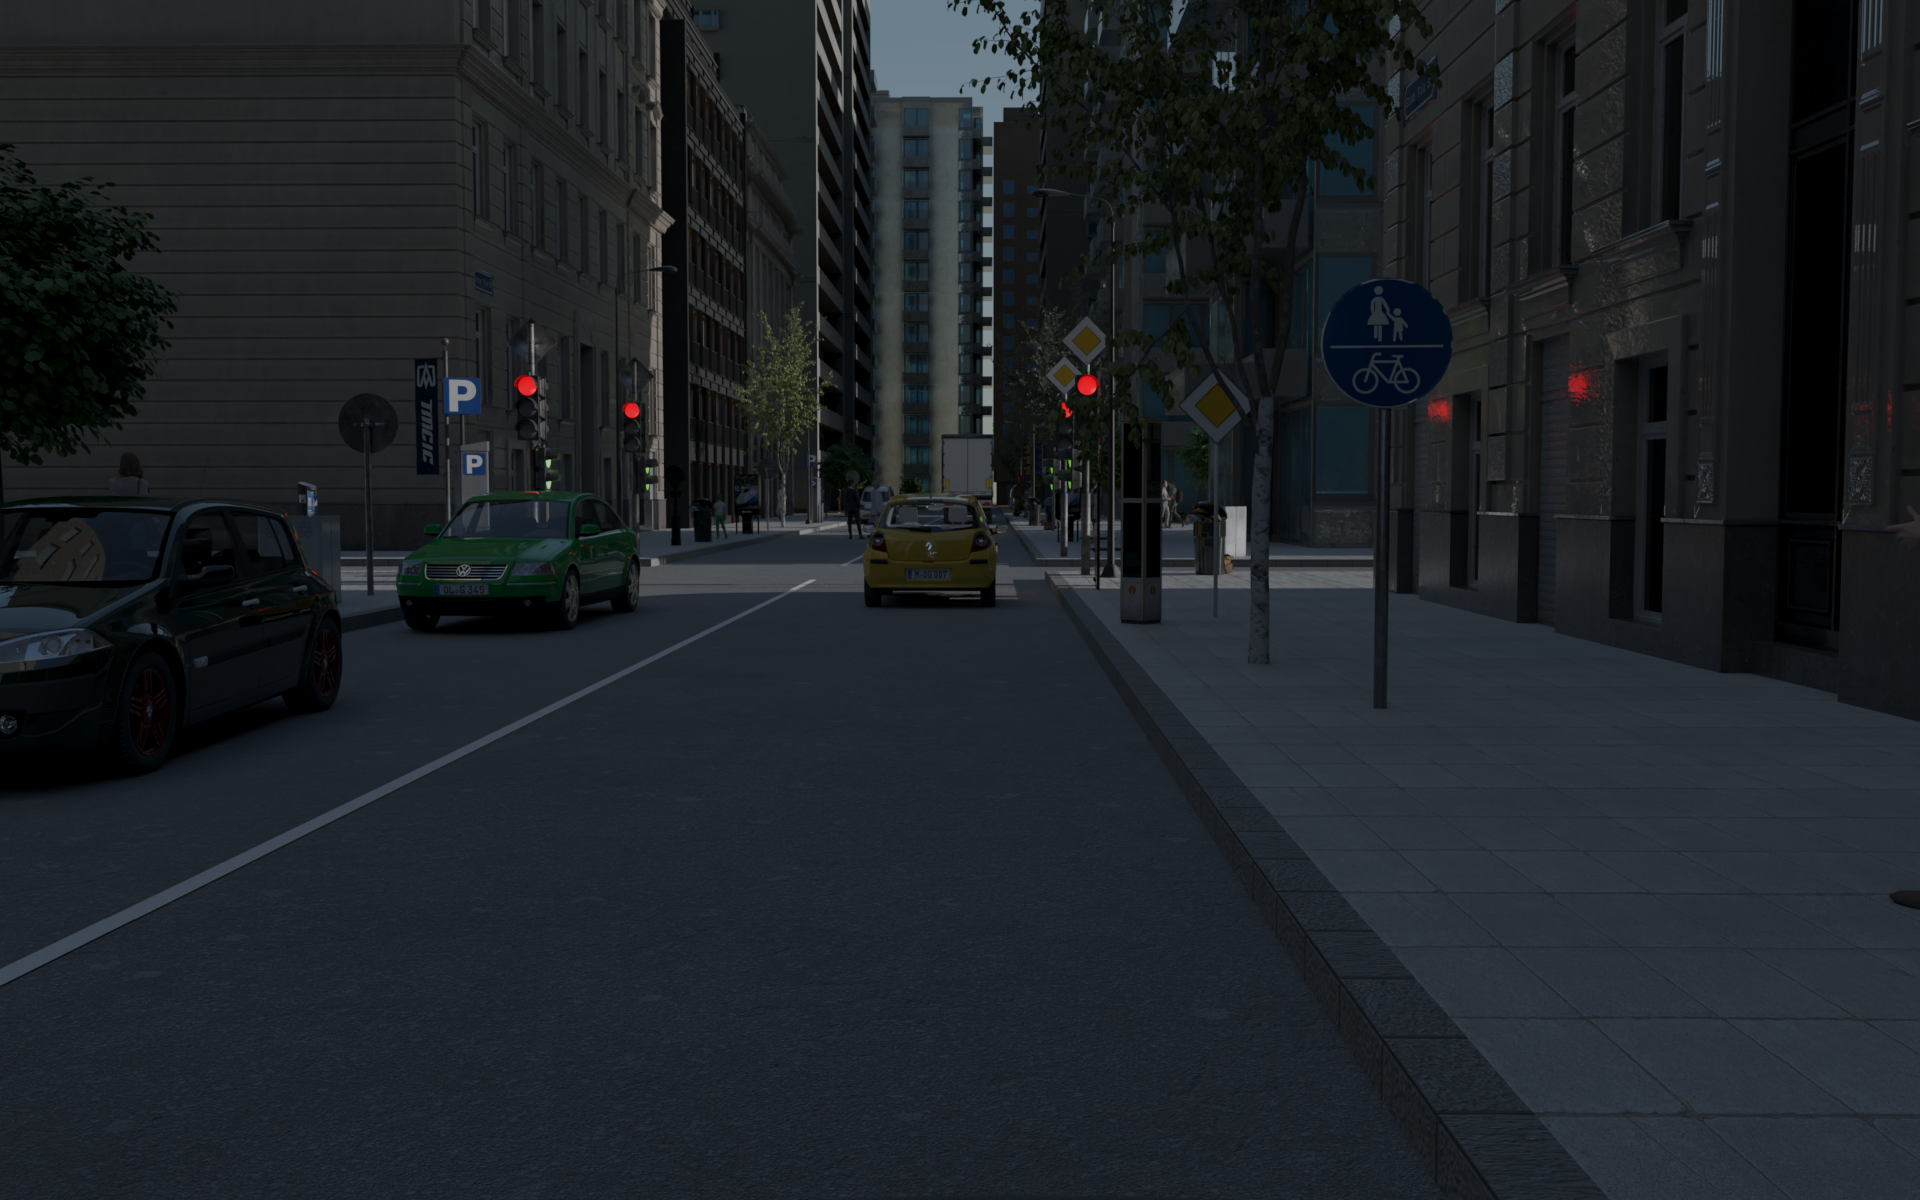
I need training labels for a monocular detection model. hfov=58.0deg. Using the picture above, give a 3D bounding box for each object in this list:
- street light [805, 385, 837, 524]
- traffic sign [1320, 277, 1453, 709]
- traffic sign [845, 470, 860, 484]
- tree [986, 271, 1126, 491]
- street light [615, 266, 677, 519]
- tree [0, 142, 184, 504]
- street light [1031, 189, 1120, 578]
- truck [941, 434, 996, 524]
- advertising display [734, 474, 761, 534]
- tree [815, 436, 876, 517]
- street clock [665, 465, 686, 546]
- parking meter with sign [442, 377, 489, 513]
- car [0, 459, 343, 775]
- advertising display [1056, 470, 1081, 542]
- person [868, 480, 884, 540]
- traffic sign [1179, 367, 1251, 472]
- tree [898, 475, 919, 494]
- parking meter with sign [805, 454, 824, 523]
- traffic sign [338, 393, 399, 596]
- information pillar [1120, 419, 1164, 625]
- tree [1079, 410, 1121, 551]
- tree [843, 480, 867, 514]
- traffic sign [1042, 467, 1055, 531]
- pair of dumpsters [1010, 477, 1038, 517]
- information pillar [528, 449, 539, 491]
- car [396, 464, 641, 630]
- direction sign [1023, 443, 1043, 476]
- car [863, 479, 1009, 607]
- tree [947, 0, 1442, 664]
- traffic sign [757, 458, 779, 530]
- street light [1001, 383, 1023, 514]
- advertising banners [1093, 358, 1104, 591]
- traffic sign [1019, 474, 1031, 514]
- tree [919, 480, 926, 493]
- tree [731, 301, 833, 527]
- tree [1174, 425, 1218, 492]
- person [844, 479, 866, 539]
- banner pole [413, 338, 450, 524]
[{"bbox_3d":[-5.915,-6.186,73.675,1.470,5.913,1.316,0,4,1],"label":"street light"},{"bbox_3d":[2.518,-0.624,10.301,0.768,2.556,0.104,0,4,7],"label":"traffic sign"},{"bbox_3d":[-5.798,-5.709,93.448,0.768,2.556,0.104,0,4,2],"label":"traffic sign"},{"bbox_3d":[3.139,-6.451,55.836,4.360,8.622,3.978,0,3,0],"label":"tree"},{"bbox_3d":[-6.462,-3.846,35.426,1.470,5.913,1.316,0,4,1],"label":"street light"},{"bbox_3d":[-8.756,-1.943,15.486,4.285,4.588,4.351,0,3,0],"label":"tree"},{"bbox_3d":[1.780,-3.301,26.519,1.470,5.913,1.316,0,4,1],"label":"street light"},{"bbox_3d":[0.430,-5.970,86.528,2.839,4.237,11.283,0,4,1],"label":"truck"},{"bbox_3d":[-6.828,-3.084,55.637,0.974,1.923,0.123,2,4,28],"label":"advertising display"},{"bbox_3d":[-6.516,-6.998,98.134,4.285,4.588,4.351,0,3,0],"label":"tree"},{"bbox_3d":[-7.072,-2.357,43.102,0.471,2.002,0.358,1,4,20],"label":"street clock"},{"bbox_3d":[-7.142,-1.772,25.237,0.543,3.016,1.738,-1,4,-23],"label":"parking meter with sign"},{"bbox_3d":[-5.002,-0.016,10.049,2.009,1.686,4.222,0,4,-1],"label":"car"},{"bbox_3d":[2.904,-2.521,46.427,0.123,1.923,0.974,3,5,41],"label":"advertising display"},{"bbox_3d":[-2.434,-2.519,49.572,0.514,1.842,0.818,3,5,42],"label":"person"},{"bbox_3d":[2.685,-1.117,18.002,0.795,2.593,0.064,0,4,5],"label":"traffic sign"},{"bbox_3d":[-5.462,-11.095,175.999,1.663,3.219,1.824,0,3,0],"label":"tree"},{"bbox_3d":[-6.404,-4.913,76.591,0.543,3.016,1.738,0,4,6],"label":"parking meter with sign"},{"bbox_3d":[-7.456,-1.329,21.831,0.768,2.556,0.104,0,4,2],"label":"traffic sign"},{"bbox_3d":[1.796,-0.773,17.139,0.304,2.012,0.304,3,5,43],"label":"information pillar"},{"bbox_3d":[3.573,-2.734,39.304,1.663,3.219,1.824,0,3,0],"label":"tree"},{"bbox_3d":[-7.030,-7.108,110.818,1.663,3.219,1.824,0,3,0],"label":"tree"},{"bbox_3d":[3.261,-3.692,60.463,0.768,2.556,0.104,0,4,5],"label":"traffic sign"},{"bbox_3d":[3.720,-5.949,99.753,1.574,2.255,4.437,0,4,1],"label":"pair of dumpsters"},{"bbox_3d":[-6.864,-1.453,28.243,0.304,2.012,0.304,-1,4,-12],"label":"information pillar"},{"bbox_3d":[-4.894,-0.665,19.672,1.959,1.807,4.718,0,4,3],"label":"car"},{"bbox_3d":[3.228,-5.182,76.725,0.876,3.537,0.379,1,4,18],"label":"direction sign"},{"bbox_3d":[-0.347,-0.806,23.404,2.015,1.641,3.980,0,4,1],"label":"car"},{"bbox_3d":[2.159,-3.837,13.091,4.737,8.622,4.395,0,3,0],"label":"tree"},{"bbox_3d":[-6.779,-3.729,61.071,0.768,2.556,0.104,0,4,8],"label":"traffic sign"},{"bbox_3d":[2.533,-6.121,72.612,1.470,5.913,1.316,0,4,1],"label":"street light"},{"bbox_3d":[1.870,-1.665,23.406,0.090,3.025,2.074,0,4,3],"label":"advertising banners"},{"bbox_3d":[4.070,-6.651,108.842,0.768,2.556,0.104,1,4,8],"label":"traffic sign"},{"bbox_3d":[-4.841,-11.240,178.379,1.663,3.219,1.824,0,3,0],"label":"tree"},{"bbox_3d":[-6.869,-7.120,66.778,4.737,8.622,4.395,0,3,0],"label":"tree"},{"bbox_3d":[10.451,-5.341,71.047,4.285,4.588,4.351,0,3,0],"label":"tree"},{"bbox_3d":[-3.365,-2.885,55.039,0.648,1.900,0.474,2,4,27],"label":"person"},{"bbox_3d":[-8.468,-2.321,27.965,0.863,3.779,0.401,2,4,24],"label":"banner pole"}]
